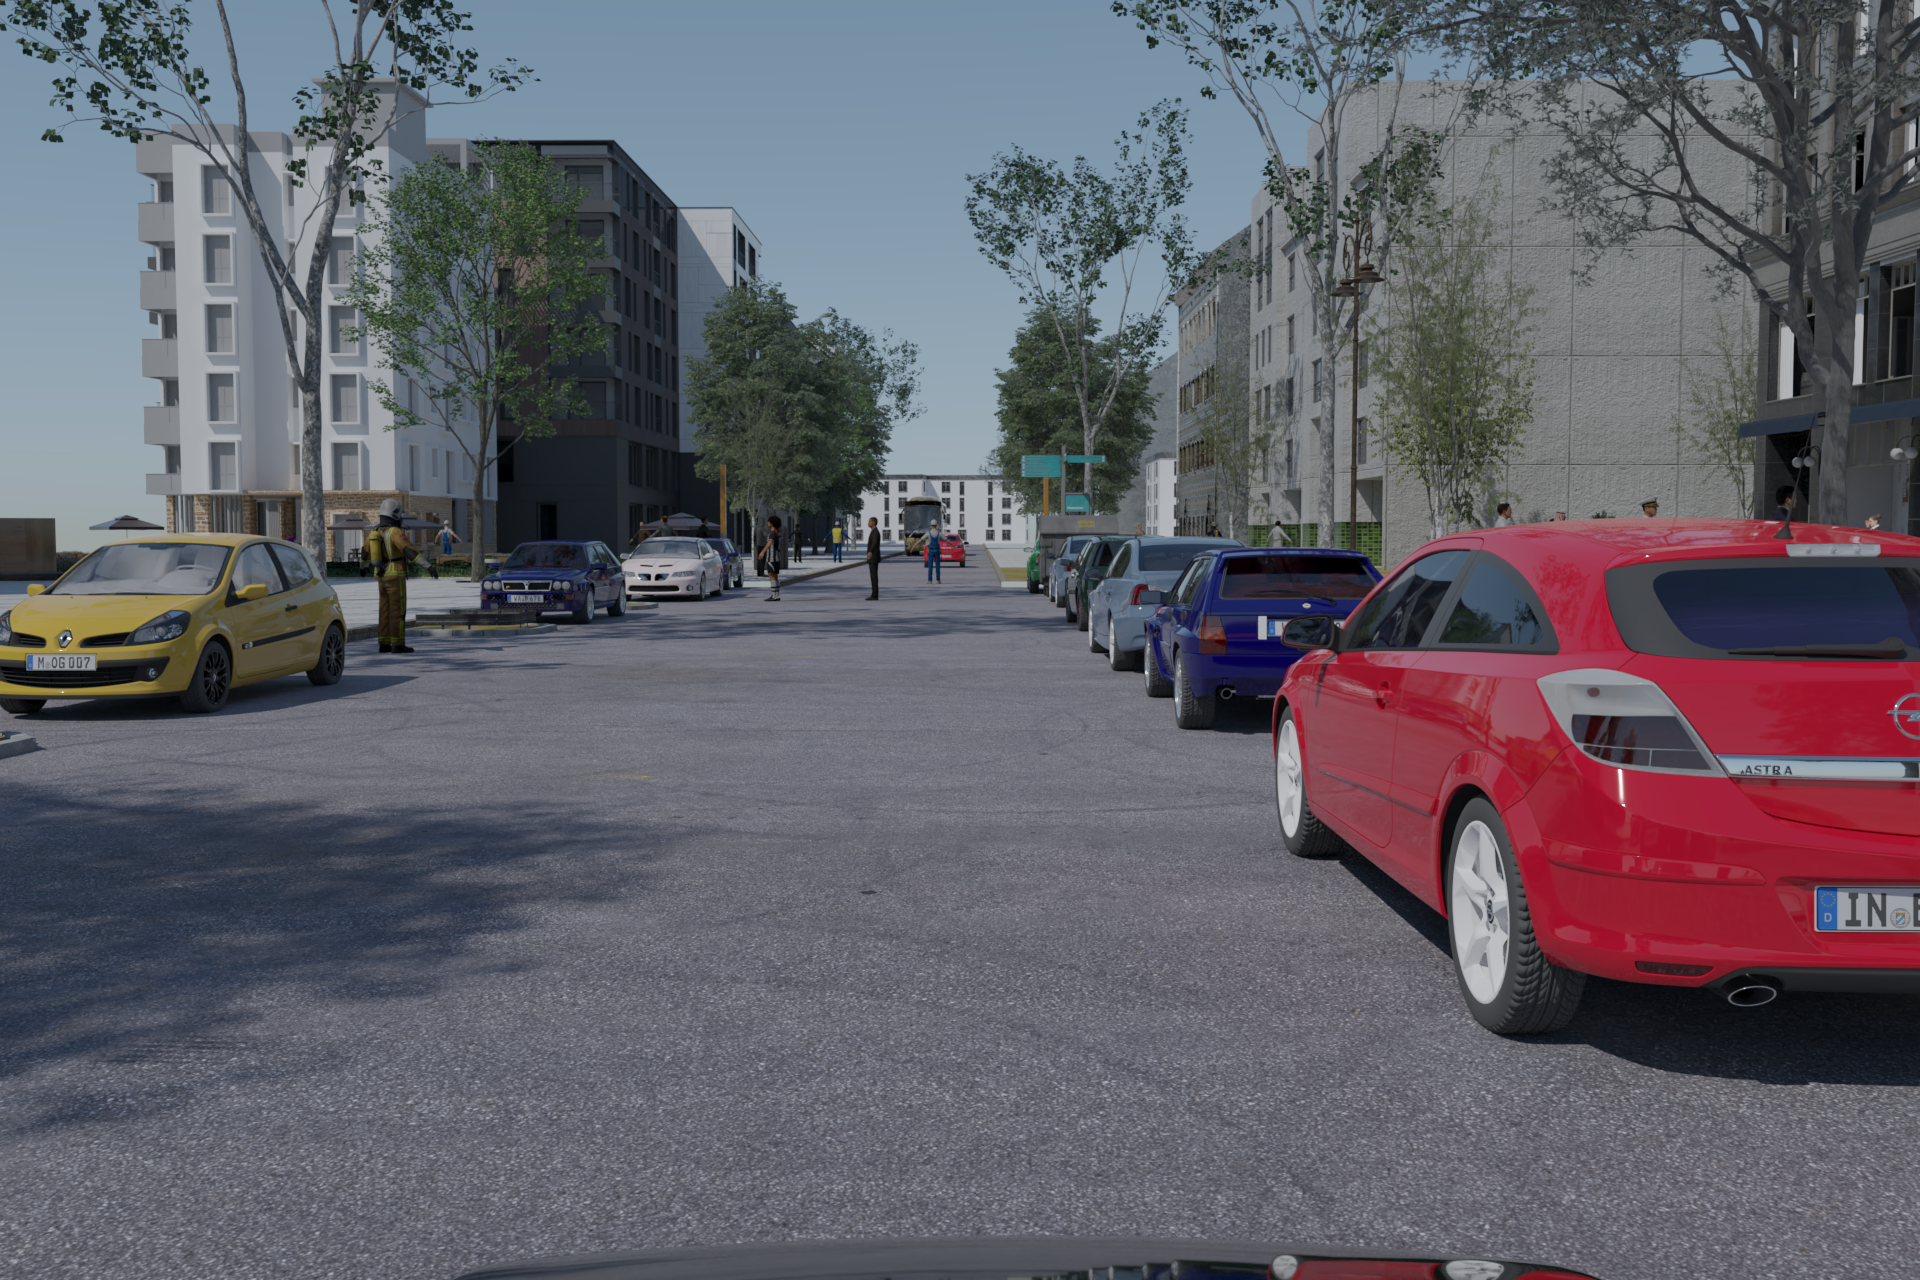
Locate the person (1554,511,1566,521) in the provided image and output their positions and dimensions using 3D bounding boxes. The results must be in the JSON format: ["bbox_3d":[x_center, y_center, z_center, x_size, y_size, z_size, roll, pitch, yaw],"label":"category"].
[{"bbox_3d":[13.595,-2.022,39.206,0.704,1.811,1.347,1,4,10],"label":"person"}]

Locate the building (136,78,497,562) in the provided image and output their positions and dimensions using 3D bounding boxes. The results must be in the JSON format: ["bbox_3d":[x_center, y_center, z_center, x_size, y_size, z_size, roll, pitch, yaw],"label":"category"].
[{"bbox_3d":[-28.285,-13.270,73.379,16.016,20.090,11.380,0,4,1],"label":"building"}]

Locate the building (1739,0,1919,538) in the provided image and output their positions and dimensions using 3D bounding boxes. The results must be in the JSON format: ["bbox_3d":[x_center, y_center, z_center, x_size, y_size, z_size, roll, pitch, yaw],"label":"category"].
[{"bbox_3d":[28.900,-15.789,37.742,16.754,29.471,25.880,0,4,1],"label":"building"}]

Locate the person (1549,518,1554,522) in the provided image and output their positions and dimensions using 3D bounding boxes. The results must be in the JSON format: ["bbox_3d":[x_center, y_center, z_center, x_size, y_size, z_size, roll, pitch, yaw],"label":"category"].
[{"bbox_3d":[19.695,-3.138,57.495,0.705,1.806,1.347,-2,4,-34],"label":"person"}]

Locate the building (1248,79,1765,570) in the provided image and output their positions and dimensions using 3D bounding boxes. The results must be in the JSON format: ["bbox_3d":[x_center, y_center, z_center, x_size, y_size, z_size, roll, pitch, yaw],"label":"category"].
[{"bbox_3d":[23.558,-12.831,76.237,16.747,18.905,31.486,0,4,1],"label":"building"}]

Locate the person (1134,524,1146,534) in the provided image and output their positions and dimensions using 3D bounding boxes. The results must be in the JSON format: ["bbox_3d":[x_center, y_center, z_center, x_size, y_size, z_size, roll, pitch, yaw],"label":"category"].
[{"bbox_3d":[8.170,-4.359,78.074,1.217,1.733,0.721,-2,4,-26],"label":"person"}]

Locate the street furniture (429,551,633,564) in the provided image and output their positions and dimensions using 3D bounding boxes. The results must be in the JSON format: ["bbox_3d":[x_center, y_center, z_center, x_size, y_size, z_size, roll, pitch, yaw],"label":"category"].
[{"bbox_3d":[-14.638,-2.961,64.042,10.072,0.657,5.734,-1,4,-13],"label":"street furniture"}]

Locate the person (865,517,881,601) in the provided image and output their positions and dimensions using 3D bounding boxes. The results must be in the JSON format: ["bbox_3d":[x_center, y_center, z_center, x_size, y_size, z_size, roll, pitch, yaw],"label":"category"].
[{"bbox_3d":[-1.892,-1.756,37.389,0.704,1.802,1.346,0,4,-3],"label":"person"}]

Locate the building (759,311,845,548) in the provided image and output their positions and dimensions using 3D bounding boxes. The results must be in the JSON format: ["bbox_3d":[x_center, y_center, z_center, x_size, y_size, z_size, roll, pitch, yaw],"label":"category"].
[{"bbox_3d":[-26.653,-20.240,174.898,27.936,21.610,32.646,0,3,0],"label":"building"}]

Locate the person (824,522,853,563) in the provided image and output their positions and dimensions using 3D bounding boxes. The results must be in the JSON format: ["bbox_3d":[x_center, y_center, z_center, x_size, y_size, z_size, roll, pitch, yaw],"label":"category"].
[{"bbox_3d":[-5.432,-4.342,76.955,1.349,1.833,0.705,1,4,12],"label":"person"}]

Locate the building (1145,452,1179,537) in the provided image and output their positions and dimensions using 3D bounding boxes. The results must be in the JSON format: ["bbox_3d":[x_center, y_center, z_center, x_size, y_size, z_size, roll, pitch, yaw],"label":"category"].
[{"bbox_3d":[24.880,-14.391,177.436,9.099,9.664,28.070,0,4,0],"label":"building"}]

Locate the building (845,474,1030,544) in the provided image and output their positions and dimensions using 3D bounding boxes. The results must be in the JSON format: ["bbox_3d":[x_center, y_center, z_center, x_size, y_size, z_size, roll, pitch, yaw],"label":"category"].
[{"bbox_3d":[-4.521,-18.261,243.171,28.070,9.664,9.099,1,4,9],"label":"building"}]

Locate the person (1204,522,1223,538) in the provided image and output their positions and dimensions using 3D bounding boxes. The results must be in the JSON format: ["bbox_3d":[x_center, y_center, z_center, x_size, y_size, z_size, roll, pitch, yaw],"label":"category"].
[{"bbox_3d":[12.220,-4.760,83.601,1.354,1.856,0.705,-2,4,-31],"label":"person"}]

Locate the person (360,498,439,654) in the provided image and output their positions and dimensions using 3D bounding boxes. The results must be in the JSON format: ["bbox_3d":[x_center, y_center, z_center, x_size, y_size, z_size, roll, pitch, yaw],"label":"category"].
[{"bbox_3d":[-6.825,-0.773,20.871,1.354,1.858,0.705,2,4,33],"label":"person"}]

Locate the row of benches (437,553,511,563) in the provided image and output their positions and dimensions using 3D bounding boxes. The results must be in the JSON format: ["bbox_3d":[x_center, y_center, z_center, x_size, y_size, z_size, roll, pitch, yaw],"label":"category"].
[{"bbox_3d":[-15.206,-2.563,57.374,4.104,0.672,1.422,0,4,3],"label":"row of benches"}]

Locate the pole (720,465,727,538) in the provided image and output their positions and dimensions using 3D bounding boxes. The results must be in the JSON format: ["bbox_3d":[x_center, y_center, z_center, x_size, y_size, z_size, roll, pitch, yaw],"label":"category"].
[{"bbox_3d":[-6.958,-3.492,50.932,0.158,3.312,0.155,0,3,0],"label":"pole"}]

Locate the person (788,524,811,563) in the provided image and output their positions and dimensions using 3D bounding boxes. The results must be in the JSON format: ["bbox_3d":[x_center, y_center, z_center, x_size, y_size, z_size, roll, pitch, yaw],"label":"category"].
[{"bbox_3d":[-7.153,-4.289,76.841,1.216,1.740,0.721,2,4,25],"label":"person"}]

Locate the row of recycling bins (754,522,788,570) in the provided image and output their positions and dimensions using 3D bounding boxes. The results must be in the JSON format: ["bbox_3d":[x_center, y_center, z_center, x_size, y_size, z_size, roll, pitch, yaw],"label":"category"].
[{"bbox_3d":[-6.827,-3.421,63.042,1.069,1.692,3.534,0,4,2],"label":"row of recycling bins"}]

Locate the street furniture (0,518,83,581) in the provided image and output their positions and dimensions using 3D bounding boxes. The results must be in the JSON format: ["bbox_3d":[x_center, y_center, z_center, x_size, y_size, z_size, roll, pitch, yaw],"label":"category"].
[{"bbox_3d":[-27.746,-2.664,50.409,9.812,1.723,11.010,-2,4,-31],"label":"street furniture"}]

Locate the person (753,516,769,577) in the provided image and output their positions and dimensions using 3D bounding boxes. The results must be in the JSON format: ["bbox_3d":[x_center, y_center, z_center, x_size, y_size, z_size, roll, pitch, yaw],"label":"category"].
[{"bbox_3d":[-5.896,-2.788,51.712,0.705,1.813,1.348,-2,4,-32],"label":"person"}]

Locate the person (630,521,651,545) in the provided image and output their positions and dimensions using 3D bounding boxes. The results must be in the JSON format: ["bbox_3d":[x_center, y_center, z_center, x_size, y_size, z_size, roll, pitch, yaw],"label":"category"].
[{"bbox_3d":[-12.922,-3.935,70.475,1.346,1.812,0.704,3,5,39],"label":"person"}]

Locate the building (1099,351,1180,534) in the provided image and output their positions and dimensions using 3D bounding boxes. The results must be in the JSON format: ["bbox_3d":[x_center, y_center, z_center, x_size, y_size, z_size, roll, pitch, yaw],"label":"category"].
[{"bbox_3d":[26.499,-22.925,205.759,19.493,23.208,18.063,0,4,0],"label":"building"}]

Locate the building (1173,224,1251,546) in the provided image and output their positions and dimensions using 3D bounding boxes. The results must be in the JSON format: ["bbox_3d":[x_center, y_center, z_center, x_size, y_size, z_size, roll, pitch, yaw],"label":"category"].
[{"bbox_3d":[23.222,-16.605,102.418,19.493,23.208,18.063,0,4,0],"label":"building"}]

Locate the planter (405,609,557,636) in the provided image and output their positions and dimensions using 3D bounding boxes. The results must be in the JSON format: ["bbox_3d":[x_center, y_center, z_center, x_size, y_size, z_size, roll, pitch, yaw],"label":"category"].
[{"bbox_3d":[-6.985,-0.252,25.256,1.991,0.319,1.994,0,4,1],"label":"planter"}]

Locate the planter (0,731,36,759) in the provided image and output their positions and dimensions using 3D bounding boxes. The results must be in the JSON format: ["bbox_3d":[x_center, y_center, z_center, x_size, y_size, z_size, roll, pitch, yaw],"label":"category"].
[{"bbox_3d":[-7.109,0.622,10.976,1.991,0.319,1.994,0,4,0],"label":"planter"}]

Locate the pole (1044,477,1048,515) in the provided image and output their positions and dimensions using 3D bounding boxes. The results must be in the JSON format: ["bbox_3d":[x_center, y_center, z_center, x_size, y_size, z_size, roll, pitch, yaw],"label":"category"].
[{"bbox_3d":[3.087,-4.181,62.205,0.158,3.312,0.155,0,3,0],"label":"pole"}]

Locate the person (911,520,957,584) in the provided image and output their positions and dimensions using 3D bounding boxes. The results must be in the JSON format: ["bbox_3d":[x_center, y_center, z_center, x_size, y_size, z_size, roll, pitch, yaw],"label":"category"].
[{"bbox_3d":[-0.746,-2.536,49.784,1.347,1.847,0.705,0,4,-5],"label":"person"}]

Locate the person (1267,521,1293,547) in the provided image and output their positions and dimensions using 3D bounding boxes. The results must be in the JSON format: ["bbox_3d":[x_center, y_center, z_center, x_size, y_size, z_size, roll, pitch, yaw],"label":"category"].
[{"bbox_3d":[12.320,-3.719,66.984,0.705,1.806,1.347,-2,4,-34],"label":"person"}]

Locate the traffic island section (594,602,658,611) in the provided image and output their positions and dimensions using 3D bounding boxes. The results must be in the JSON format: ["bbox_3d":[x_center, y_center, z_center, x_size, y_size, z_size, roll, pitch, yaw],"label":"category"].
[{"bbox_3d":[-6.889,-0.641,33.348,1.991,0.108,1.994,0,4,1],"label":"traffic island section"}]

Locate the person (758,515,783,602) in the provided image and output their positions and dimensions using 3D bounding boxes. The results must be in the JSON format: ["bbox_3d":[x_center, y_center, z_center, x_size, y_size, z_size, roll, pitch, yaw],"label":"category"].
[{"bbox_3d":[-3.989,-1.729,36.874,0.704,1.843,1.345,1,4,10],"label":"person"}]

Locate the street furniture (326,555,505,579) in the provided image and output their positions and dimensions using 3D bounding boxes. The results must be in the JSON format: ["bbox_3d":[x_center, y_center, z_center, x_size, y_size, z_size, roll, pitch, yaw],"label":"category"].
[{"bbox_3d":[-17.267,-2.210,51.754,10.072,0.657,5.734,0,4,-4],"label":"street furniture"}]

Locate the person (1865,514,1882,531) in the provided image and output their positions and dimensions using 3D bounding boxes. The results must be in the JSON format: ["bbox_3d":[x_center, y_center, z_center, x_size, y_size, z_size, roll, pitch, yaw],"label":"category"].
[{"bbox_3d":[20.220,-1.939,38.547,0.445,1.727,0.742,0,4,-3],"label":"person"}]

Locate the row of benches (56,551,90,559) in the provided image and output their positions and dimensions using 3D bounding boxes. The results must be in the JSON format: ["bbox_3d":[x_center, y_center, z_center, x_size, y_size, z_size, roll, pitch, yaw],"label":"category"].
[{"bbox_3d":[-32.975,-2.942,63.572,1.422,0.672,4.104,0,4,-4],"label":"row of benches"}]

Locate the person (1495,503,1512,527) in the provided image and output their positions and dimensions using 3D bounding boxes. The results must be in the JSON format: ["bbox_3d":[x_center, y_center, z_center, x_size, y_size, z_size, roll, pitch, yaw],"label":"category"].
[{"bbox_3d":[9.374,-1.445,29.785,0.704,1.810,1.344,1,4,10],"label":"person"}]

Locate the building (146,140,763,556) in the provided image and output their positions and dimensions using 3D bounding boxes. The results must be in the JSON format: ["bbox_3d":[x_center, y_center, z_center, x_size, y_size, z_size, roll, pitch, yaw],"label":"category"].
[{"bbox_3d":[-28.159,-16.058,106.531,27.936,21.610,32.646,0,4,1],"label":"building"}]

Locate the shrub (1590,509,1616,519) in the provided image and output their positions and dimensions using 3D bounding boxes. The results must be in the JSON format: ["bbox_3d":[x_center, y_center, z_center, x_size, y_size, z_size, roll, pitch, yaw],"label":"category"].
[{"bbox_3d":[19.126,-2.879,51.491,1.690,2.028,1.600,0,3,0],"label":"shrub"}]

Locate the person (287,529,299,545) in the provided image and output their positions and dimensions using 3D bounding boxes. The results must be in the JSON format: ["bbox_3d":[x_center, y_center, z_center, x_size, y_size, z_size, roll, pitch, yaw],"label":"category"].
[{"bbox_3d":[-18.542,-2.360,47.850,0.991,1.433,0.599,3,4,39],"label":"person"}]

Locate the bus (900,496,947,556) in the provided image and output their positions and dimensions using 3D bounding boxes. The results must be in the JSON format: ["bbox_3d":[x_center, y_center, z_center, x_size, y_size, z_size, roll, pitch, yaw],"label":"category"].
[{"bbox_3d":[-2.283,-7.621,116.144,2.896,3.916,12.252,0,4,1],"label":"bus"}]

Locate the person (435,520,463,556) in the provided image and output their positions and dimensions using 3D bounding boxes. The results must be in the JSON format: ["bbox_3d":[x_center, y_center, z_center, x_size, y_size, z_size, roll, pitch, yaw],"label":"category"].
[{"bbox_3d":[-21.038,-3.991,71.107,1.347,1.847,0.705,1,4,20],"label":"person"}]

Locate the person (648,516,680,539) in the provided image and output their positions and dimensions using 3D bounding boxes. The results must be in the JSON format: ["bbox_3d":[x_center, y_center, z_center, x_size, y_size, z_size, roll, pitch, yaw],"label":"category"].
[{"bbox_3d":[-8.372,-2.616,49.037,1.348,1.796,0.705,-3,5,-41],"label":"person"}]

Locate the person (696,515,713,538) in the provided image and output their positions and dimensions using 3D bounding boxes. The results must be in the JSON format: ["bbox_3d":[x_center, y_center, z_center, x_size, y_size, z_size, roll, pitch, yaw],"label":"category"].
[{"bbox_3d":[-7.632,-2.812,51.906,0.705,1.837,1.347,-3,4,-36],"label":"person"}]
